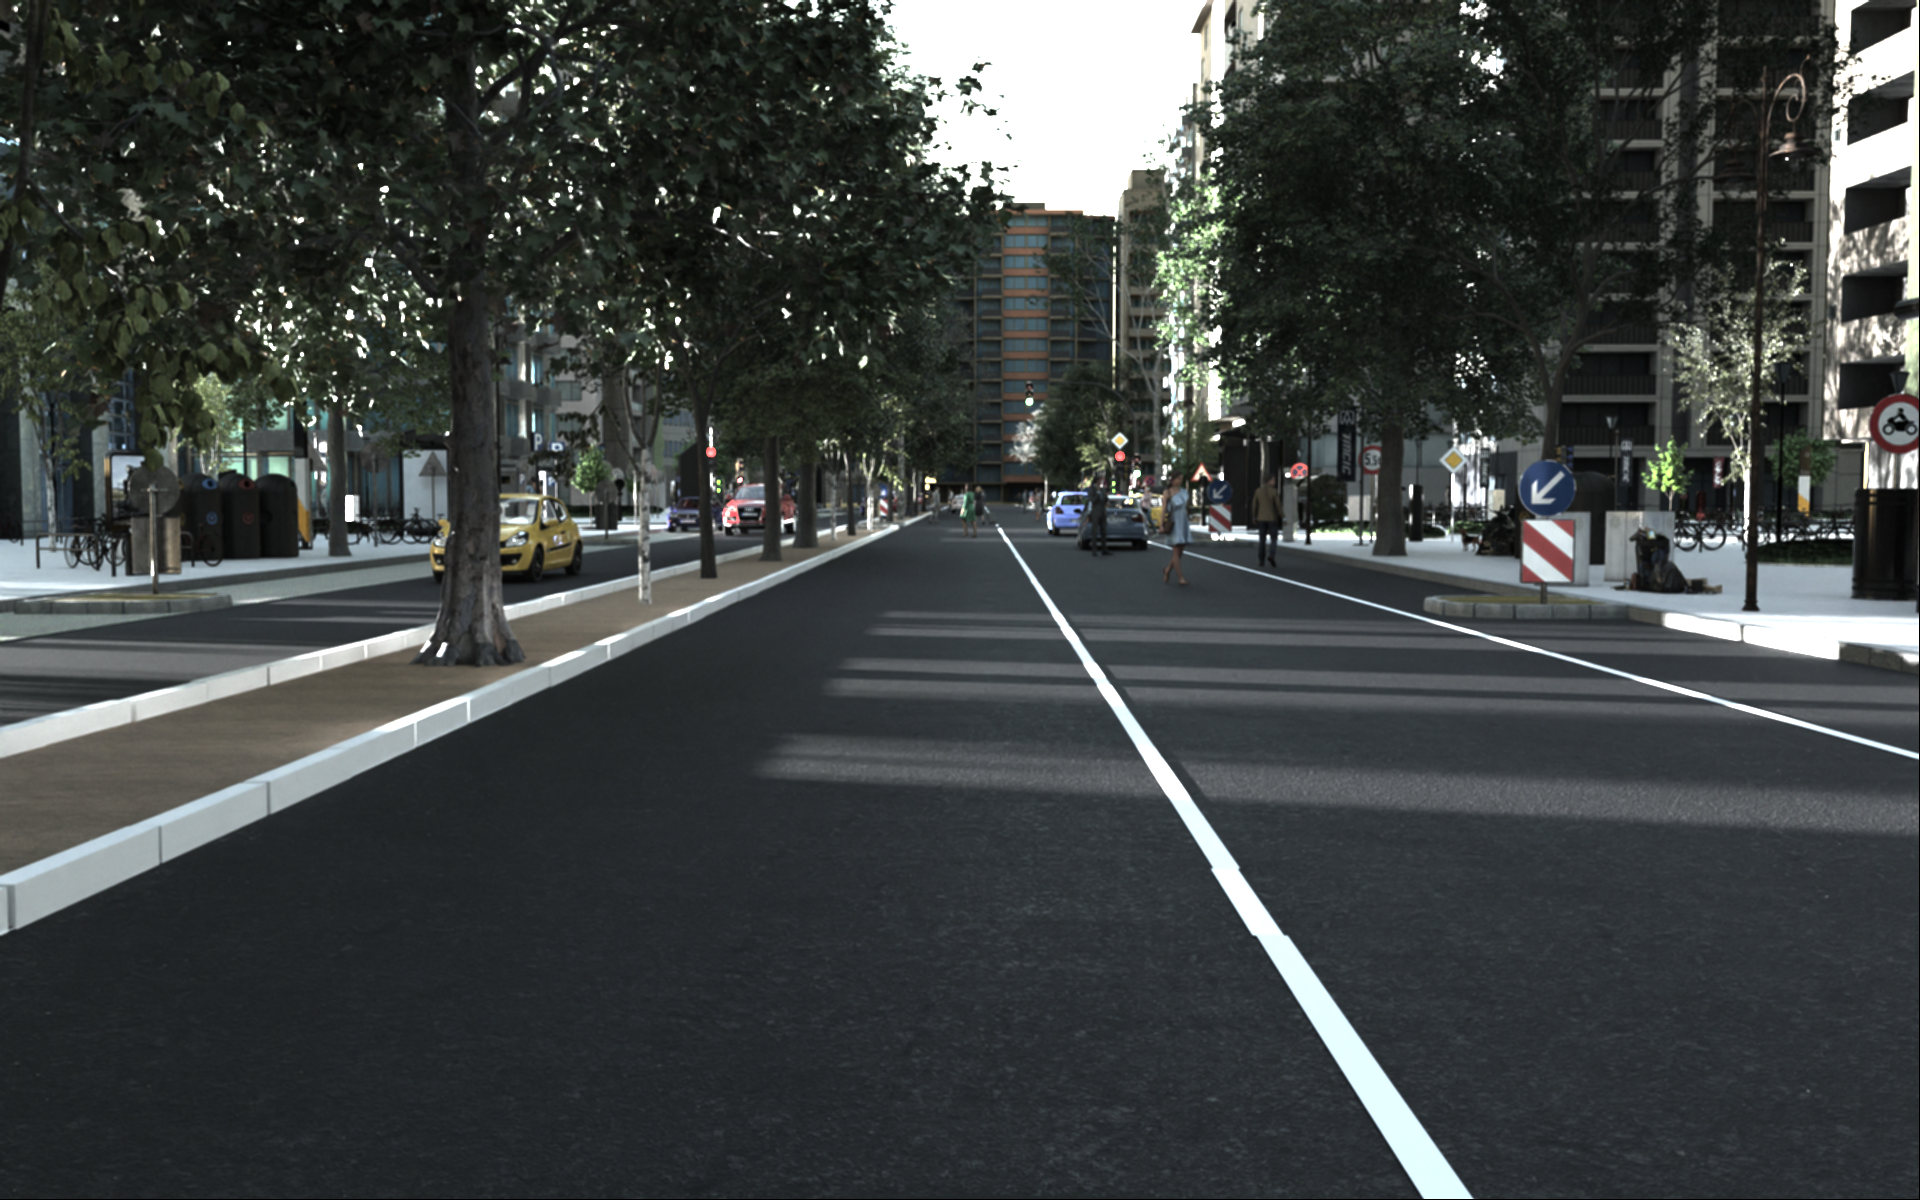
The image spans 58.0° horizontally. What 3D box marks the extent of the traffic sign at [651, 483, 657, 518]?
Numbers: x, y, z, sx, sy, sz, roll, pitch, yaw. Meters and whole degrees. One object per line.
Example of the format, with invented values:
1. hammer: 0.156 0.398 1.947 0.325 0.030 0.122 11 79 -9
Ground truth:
1. traffic sign: -16.573 -5.571 93.213 0.606 2.300 0.079 0 4 5

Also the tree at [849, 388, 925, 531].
1. tree: -3.415 -6.928 66.086 4.737 8.622 4.395 0 3 0

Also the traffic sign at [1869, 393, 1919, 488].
1. traffic sign: 11.894 -1.340 22.009 0.768 2.556 0.104 0 4 3

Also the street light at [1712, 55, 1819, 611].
1. street light: 8.692 -2.818 18.857 0.468 5.910 1.993 0 4 1

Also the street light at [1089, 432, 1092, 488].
1. street light: 9.655 -9.467 127.569 0.468 5.910 1.993 0 4 1

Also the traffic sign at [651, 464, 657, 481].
1. traffic sign: -12.866 -4.364 71.465 0.768 2.556 0.104 0 4 4

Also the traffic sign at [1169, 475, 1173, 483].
1. traffic sign: 12.747 -6.260 102.462 0.768 2.556 0.104 0 4 6

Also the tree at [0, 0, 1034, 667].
1. tree: -4.140 -5.812 14.499 9.611 12.733 9.660 0 3 0

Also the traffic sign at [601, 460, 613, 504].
1. traffic sign: -13.290 -3.929 64.343 0.768 2.556 0.104 0 4 1

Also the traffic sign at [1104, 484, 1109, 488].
1. traffic sign: 12.777 -9.418 153.994 0.884 2.594 0.081 0 4 7

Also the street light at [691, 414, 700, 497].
1. street light: -12.005 -6.533 79.603 0.468 5.910 1.993 0 4 1

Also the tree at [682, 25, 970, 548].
1. tree: -4.101 -8.351 45.646 9.857 13.997 8.962 0 3 0

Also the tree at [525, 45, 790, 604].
1. tree: -4.085 -4.254 22.369 4.360 8.622 3.978 0 3 0

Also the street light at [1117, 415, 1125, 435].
1. street light: 9.417 -7.883 101.680 0.468 5.910 1.993 0 4 1

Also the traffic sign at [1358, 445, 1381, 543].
1. traffic sign: 10.710 -2.747 45.019 0.768 2.556 0.104 0 4 2

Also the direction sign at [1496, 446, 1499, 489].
1. direction sign: 25.291 -5.480 81.593 0.379 3.537 0.876 1 4 12

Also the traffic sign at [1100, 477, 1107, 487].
1. traffic sign: 10.759 -8.043 131.616 0.768 2.556 0.104 1 4 10

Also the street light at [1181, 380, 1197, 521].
1. street light: 9.128 -5.900 69.259 0.468 5.910 1.993 0 4 1

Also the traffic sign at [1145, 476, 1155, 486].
1. traffic sign: 13.552 -7.541 123.397 0.768 2.556 0.104 0 4 5

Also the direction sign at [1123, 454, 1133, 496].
1. direction sign: 9.677 -6.556 99.180 0.876 3.537 0.379 -2 4 -30

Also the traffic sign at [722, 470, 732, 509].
1. traffic sign: -12.237 -5.492 89.900 0.768 2.556 0.104 0 4 8

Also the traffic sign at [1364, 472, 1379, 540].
1. traffic sign: 11.242 -2.854 46.662 0.884 2.594 0.081 0 4 2

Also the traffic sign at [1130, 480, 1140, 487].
1. traffic sign: 13.873 -8.406 137.551 0.768 2.556 0.104 0 4 6

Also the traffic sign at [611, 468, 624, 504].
1. traffic sign: -16.738 -5.154 84.367 0.768 2.556 0.104 0 4 7

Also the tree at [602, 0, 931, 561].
1. tree: -4.106 -7.116 36.934 7.486 12.596 7.792 0 3 0

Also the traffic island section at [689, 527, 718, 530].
1. traffic island section: -10.090 -2.952 70.546 2.009 0.180 2.903 0 4 1

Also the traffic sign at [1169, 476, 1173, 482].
1. traffic sign: 12.332 -6.057 98.769 0.795 2.593 0.064 0 4 4

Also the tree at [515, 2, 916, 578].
1. tree: -4.229 -5.657 29.366 8.767 10.594 7.601 0 4 1

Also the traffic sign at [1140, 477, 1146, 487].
1. traffic sign: 14.146 -8.064 131.846 0.884 2.594 0.081 0 4 7

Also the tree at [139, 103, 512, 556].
1. tree: -13.275 -7.173 35.406 7.486 12.596 7.792 0 3 0

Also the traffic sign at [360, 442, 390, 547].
1. traffic sign: -14.235 -2.571 42.135 0.768 2.556 0.104 0 4 6

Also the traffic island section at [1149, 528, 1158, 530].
1. traffic island section: 7.151 -2.942 70.380 2.009 0.180 2.903 0 4 1

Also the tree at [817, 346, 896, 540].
1. tree: -3.941 -6.167 53.644 4.360 8.622 3.978 0 3 0

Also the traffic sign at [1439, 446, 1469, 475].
1. traffic sign: 13.375 -2.885 46.902 0.795 2.593 0.064 1 4 9

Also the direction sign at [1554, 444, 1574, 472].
1. direction sign: 27.540 -5.328 79.106 0.876 3.537 0.379 2 4 35

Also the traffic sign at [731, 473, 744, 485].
1. traffic sign: -13.555 -6.430 105.141 0.884 2.594 0.081 0 4 7

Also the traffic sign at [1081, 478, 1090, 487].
1. traffic sign: 9.594 -8.047 131.579 0.884 2.594 0.081 0 4 3

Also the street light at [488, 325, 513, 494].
1. street light: -12.336 -4.495 46.277 0.468 5.910 1.993 0 4 1

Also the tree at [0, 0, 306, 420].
1. tree: -4.171 -3.289 6.602 4.737 8.622 4.395 0 3 0

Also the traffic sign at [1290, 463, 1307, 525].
1. traffic sign: 13.850 -4.315 70.663 0.768 2.556 0.104 0 4 5

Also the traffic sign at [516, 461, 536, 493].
1. traffic sign: -16.529 -4.024 65.895 0.768 2.556 0.104 0 4 1

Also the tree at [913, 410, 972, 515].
1. tree: -2.768 -12.791 137.346 9.928 11.665 9.643 0 3 0

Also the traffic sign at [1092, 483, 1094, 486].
1. traffic sign: 10.233 -7.949 130.064 0.768 2.556 0.104 0 4 8

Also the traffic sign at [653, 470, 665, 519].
1. traffic sign: -15.839 -5.543 90.735 0.768 2.556 0.104 1 4 9

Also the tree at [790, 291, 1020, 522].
1. tree: -3.340 -10.393 82.754 12.009 13.543 11.850 0 3 0

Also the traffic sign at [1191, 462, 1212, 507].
1. traffic sign: 9.867 -4.329 70.775 0.884 2.594 0.081 1 4 8

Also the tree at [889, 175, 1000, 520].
1. tree: -4.457 -14.518 95.716 12.611 20.169 13.585 0 3 0

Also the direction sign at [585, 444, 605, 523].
1. direction sign: -16.381 -5.250 77.835 0.876 3.537 0.379 0 4 -5

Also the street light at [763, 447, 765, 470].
1. street light: -11.825 -8.062 104.604 0.468 5.910 1.993 0 4 1

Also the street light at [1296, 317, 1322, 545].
1. street light: 8.853 -4.347 43.857 0.468 5.910 1.993 0 4 1
